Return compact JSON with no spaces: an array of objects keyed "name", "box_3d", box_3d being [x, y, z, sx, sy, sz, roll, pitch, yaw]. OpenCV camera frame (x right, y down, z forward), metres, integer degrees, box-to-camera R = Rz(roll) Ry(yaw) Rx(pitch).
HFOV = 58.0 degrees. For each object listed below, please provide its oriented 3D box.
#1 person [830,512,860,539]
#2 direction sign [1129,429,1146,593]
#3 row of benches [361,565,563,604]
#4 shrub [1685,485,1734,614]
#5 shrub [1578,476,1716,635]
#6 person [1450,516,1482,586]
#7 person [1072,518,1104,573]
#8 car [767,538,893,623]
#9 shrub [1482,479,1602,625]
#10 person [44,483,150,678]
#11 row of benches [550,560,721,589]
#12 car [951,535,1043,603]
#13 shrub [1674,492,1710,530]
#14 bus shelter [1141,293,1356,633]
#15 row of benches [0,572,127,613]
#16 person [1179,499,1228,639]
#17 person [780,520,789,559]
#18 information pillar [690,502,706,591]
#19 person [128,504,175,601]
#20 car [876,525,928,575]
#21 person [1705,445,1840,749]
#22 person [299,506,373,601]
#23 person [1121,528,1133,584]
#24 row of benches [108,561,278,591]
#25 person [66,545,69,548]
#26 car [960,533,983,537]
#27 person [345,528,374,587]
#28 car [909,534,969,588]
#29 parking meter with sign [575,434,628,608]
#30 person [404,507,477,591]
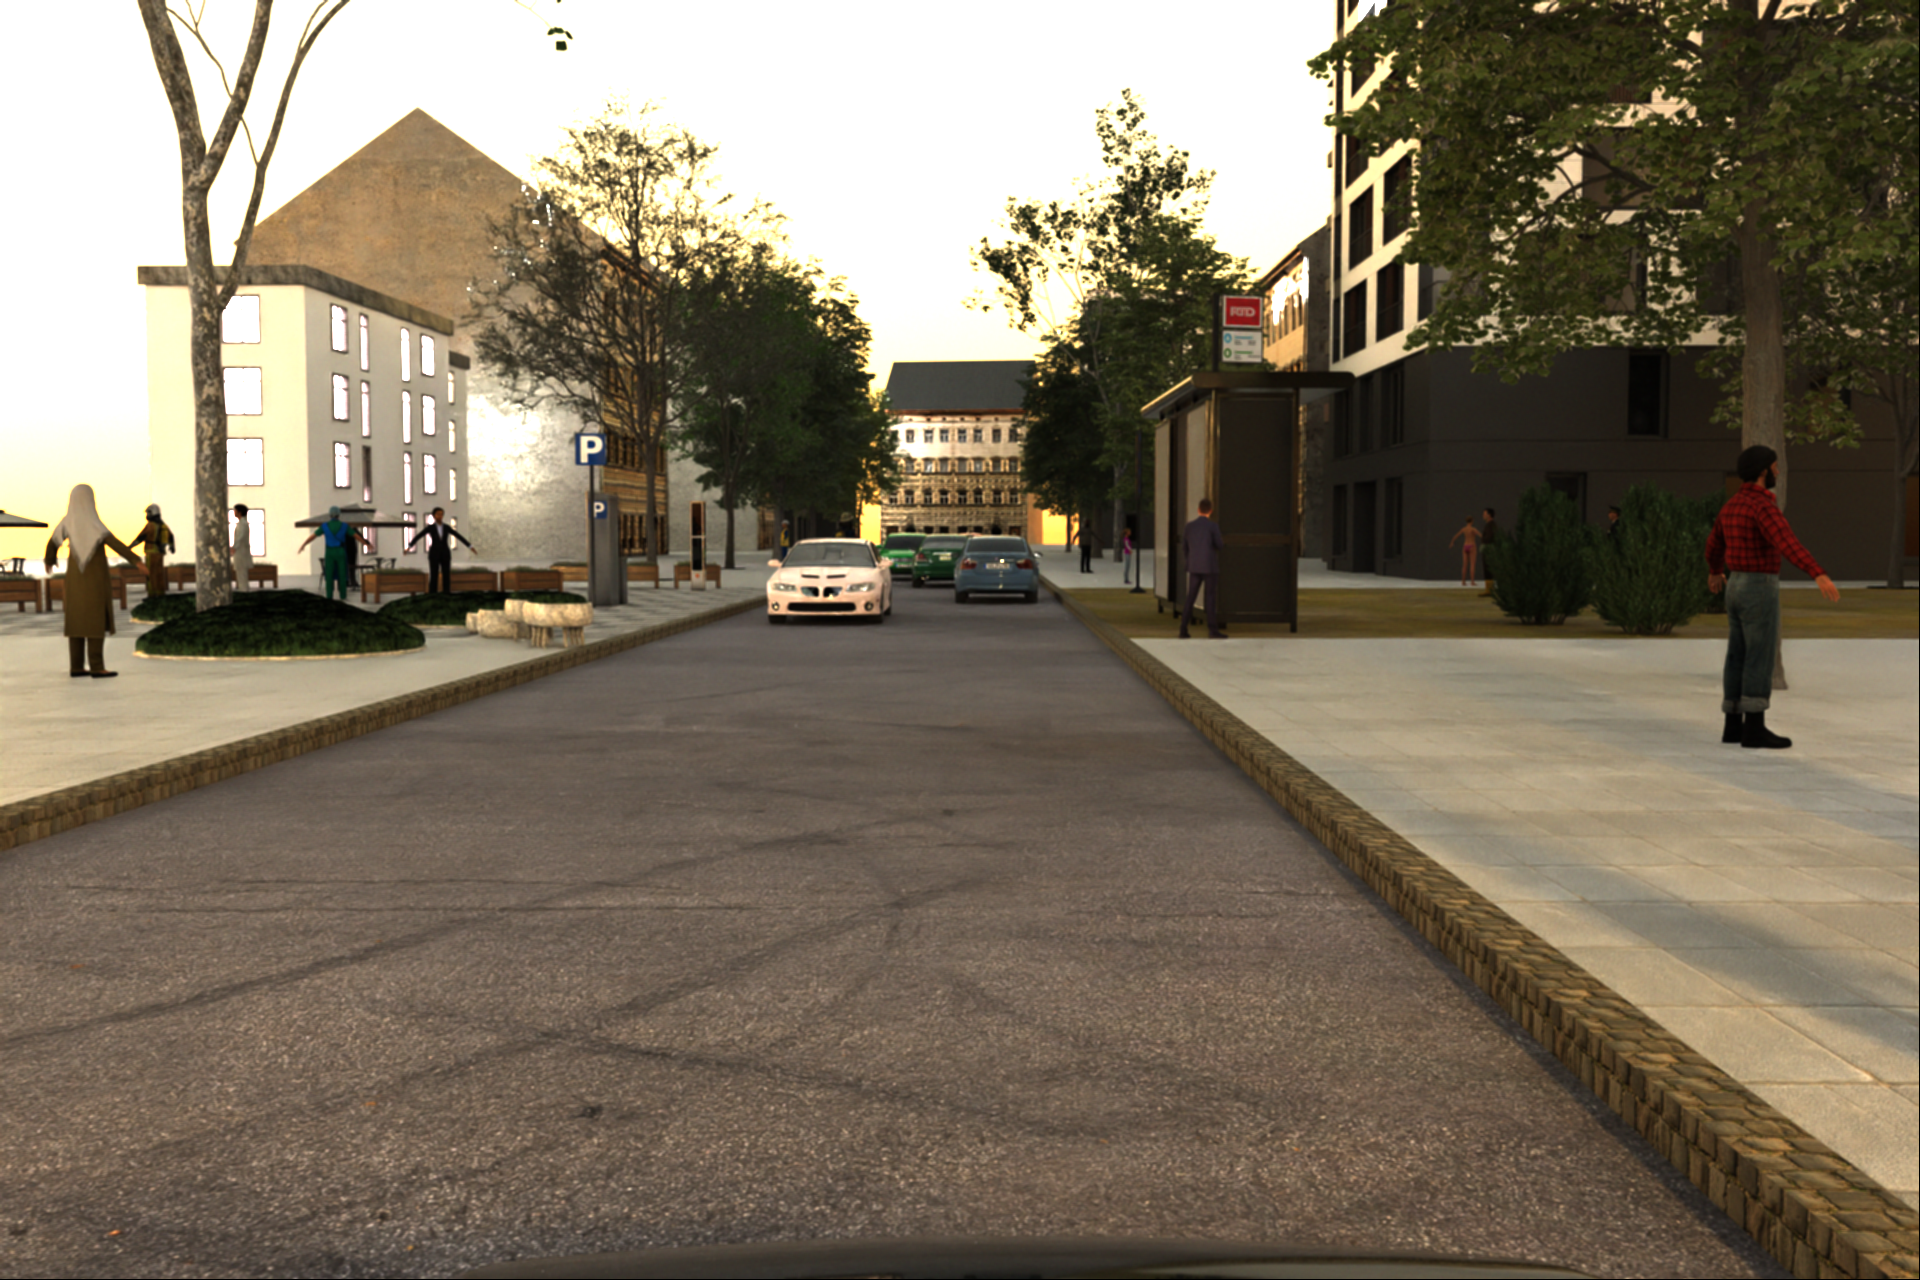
[{"name":"person","box_3d":[-2.203,-1.569,33.889,1.354,1.856,0.705,2,4,35]},{"name":"direction sign","box_3d":[3.880,-2.795,37.700,0.379,3.537,0.876,0,4,-1]},{"name":"row of benches","box_3d":[-9.646,-1.103,33.490,4.104,0.672,1.422,-3,5,-43]},{"name":"shrub","box_3d":[12.290,-1.473,28.119,1.661,2.075,1.752,0,3,0]},{"name":"shrub","box_3d":[8.809,-1.088,22.200,1.690,2.028,1.600,0,3,0]},{"name":"person","box_3d":[12.734,-2.224,43.160,0.721,1.733,1.217,-3,5,-44]},{"name":"person","box_3d":[4.189,-3.130,57.299,1.348,1.813,0.705,-2,4,-35]},{"name":"car","box_3d":[-2.143,-1.036,29.294,2.083,1.381,4.827,0,4,0]},{"name":"shrub","box_3d":[8.292,-1.260,24.649,1.661,2.075,1.752,0,3,0]},{"name":"person","box_3d":[-7.790,-0.539,15.587,1.217,1.736,0.721,1,4,22]},{"name":"row of benches","box_3d":[-7.727,-1.550,40.798,4.104,0.672,1.422,-1,4,-12]},{"name":"car","box_3d":[0.787,-1.544,37.250,2.014,1.417,4.499,0,4,1]},{"name":"shrub","box_3d":[12.833,-1.599,30.560,1.690,2.028,1.600,0,3,0]},{"name":"bus shelter","box_3d":[4.032,-2.996,26.624,2.179,5.291,8.768,0,4,0]},{"name":"row of benches","box_3d":[-15.480,-0.770,28.047,1.422,0.672,4.104,2,4,35]},{"name":"person","box_3d":[2.983,-0.871,21.212,0.530,1.710,0.541,-3,5,-42]},{"name":"person","box_3d":[-6.166,-3.292,60.282,0.721,1.772,1.216,-1,4,-9]},{"name":"information pillar","box_3d":[-5.951,-2.133,39.372,0.304,2.012,0.304,0,4,2]},{"name":"person","box_3d":[-15.333,-1.660,32.915,0.705,1.858,1.354,1,4,13]},{"name":"car","box_3d":[-1.649,-2.807,54.692,1.959,1.807,4.718,0,4,1]},{"name":"person","box_3d":[4.840,-0.269,10.499,0.704,1.816,1.345,0,4,-4]},{"name":"person","box_3d":[-12.005,-1.662,33.304,1.347,1.817,0.704,-1,4,-17]},{"name":"person","box_3d":[4.380,-2.165,44.665,0.599,1.433,0.991,0,4,3]},{"name":"row of benches","box_3d":[-17.598,-1.475,39.574,1.422,0.672,4.104,2,4,34]},{"name":"person","box_3d":[-23.905,-2.542,47.700,0.704,1.843,1.345,2,4,33]},{"name":"car","box_3d":[0.496,-4.717,86.171,2.155,1.783,4.494,0,4,1]},{"name":"person","box_3d":[-14.700,-2.177,41.780,0.705,1.806,1.347,2,4,24]},{"name":"car","box_3d":[-0.366,-2.198,47.742,2.131,1.459,4.920,0,4,0]},{"name":"parking meter with sign","box_3d":[-6.351,-2.120,30.928,0.543,3.016,1.738,0,4,3]},{"name":"person","box_3d":[-8.897,-1.403,29.665,1.216,1.740,0.721,-2,4,-28]}]
